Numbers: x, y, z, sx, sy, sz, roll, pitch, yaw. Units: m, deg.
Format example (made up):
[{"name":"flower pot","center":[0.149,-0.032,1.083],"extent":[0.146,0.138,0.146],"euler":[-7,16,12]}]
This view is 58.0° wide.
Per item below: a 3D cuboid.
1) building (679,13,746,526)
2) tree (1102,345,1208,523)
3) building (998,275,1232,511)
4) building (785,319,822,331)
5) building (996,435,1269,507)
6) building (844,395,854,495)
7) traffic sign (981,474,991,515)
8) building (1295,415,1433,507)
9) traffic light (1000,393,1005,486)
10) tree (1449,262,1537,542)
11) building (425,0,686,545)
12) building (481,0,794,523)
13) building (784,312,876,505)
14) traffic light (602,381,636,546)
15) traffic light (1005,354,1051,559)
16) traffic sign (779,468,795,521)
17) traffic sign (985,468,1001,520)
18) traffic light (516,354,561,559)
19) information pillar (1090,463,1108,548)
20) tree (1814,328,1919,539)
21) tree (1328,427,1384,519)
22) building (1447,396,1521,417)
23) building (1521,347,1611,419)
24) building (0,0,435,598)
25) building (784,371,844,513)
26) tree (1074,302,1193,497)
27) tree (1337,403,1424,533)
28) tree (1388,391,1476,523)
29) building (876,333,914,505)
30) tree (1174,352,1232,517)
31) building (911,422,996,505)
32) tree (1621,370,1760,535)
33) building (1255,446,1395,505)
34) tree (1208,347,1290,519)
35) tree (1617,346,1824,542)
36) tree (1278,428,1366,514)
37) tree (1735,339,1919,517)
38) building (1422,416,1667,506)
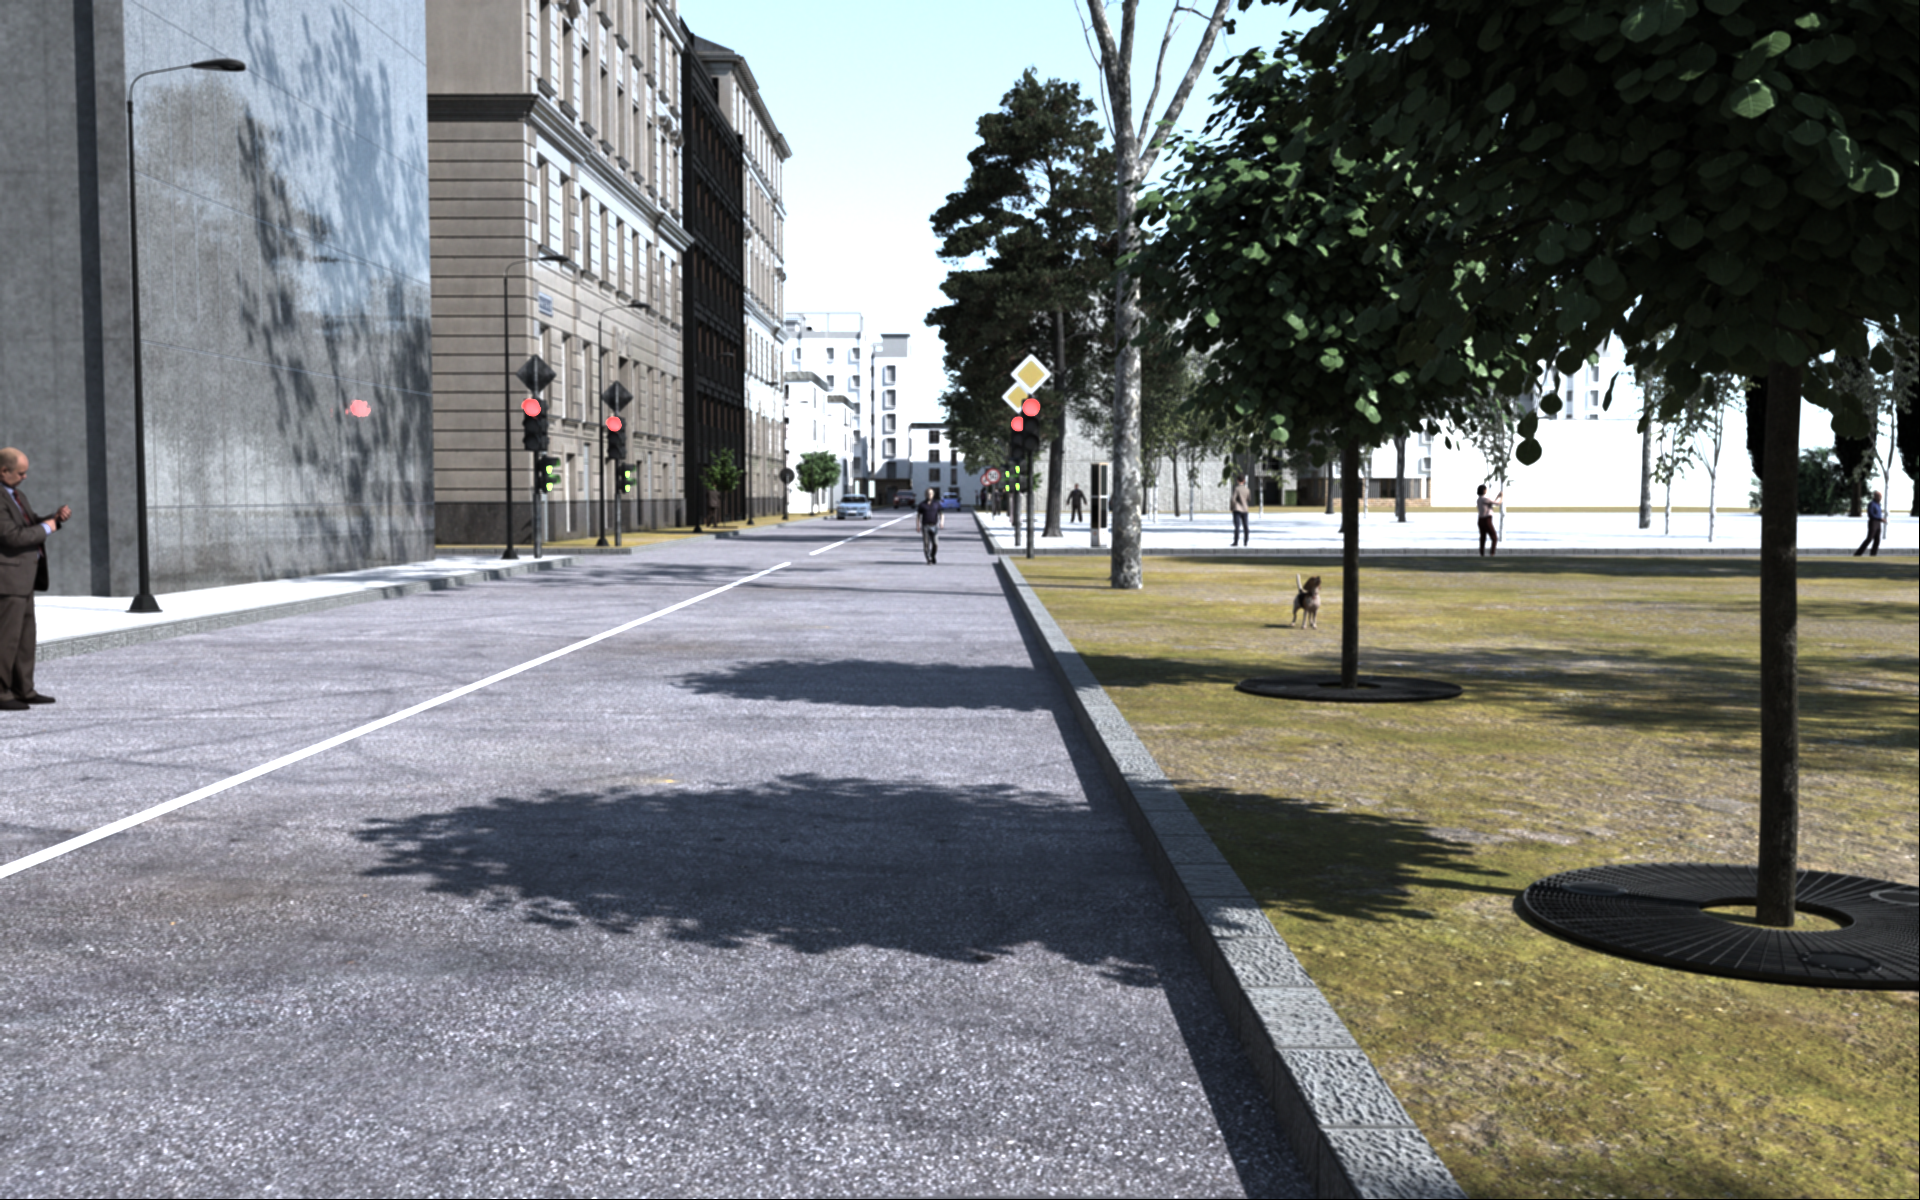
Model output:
[{"name":"building","center":[-16.641,-15.070,76.078],"extent":[12.332,23.373,15.834],"euler":[0,4,0]},{"name":"tree","center":[9.448,-8.409,87.855],"extent":[4.737,8.622,4.395],"euler":[0,3,0]},{"name":"building","center":[11.872,-16.980,144.086],"extent":[16.747,18.905,31.486],"euler":[0,4,0]},{"name":"building","center":[-33.507,-22.755,216.026],"extent":[32.646,21.610,27.936],"euler":[0,4,0]},{"name":"building","center":[17.546,-20.336,176.467],"extent":[27.936,21.610,32.646],"euler":[0,4,0]},{"name":"building","center":[-14.318,-13.347,160.363],"extent":[9.099,9.664,28.070],"euler":[0,4,0]},{"name":"traffic sign","center":[1.681,-6.602,108.053],"extent":[0.768,2.556,0.104],"euler":[0,4,7]},{"name":"building","center":[42.914,-20.070,184.569],"extent":[11.380,20.091,16.016],"euler":[0,4,0]},{"name":"traffic light","center":[1.398,-3.247,42.328],"extent":[0.839,4.213,0.868],"euler":[0,4,0]},{"name":"tree","center":[14.234,-5.850,46.002],"extent":[4.360,8.622,3.978],"euler":[0,3,0]},{"name":"building","center":[-16.386,-15.756,54.873],"extent":[12.463,27.353,25.104],"euler":[0,4,0]},{"name":"building","center":[-16.636,-18.295,96.389],"extent":[12.463,27.353,25.104],"euler":[0,4,0]},{"name":"building","center":[-15.460,-20.145,185.783],"extent":[11.380,20.091,16.016],"euler":[0,4,0]},{"name":"traffic light","center":[-8.363,-3.247,42.335],"extent":[0.839,4.213,0.868],"euler":[0,4,0]},{"name":"traffic light","center":[1.380,-2.758,34.343],"extent":[0.839,4.213,0.868],"euler":[0,4,0]},{"name":"traffic sign","center":[-8.383,-5.130,83.986],"extent":[0.768,2.556,0.104],"euler":[0,4,6]},{"name":"traffic sign","center":[1.622,-5.171,84.653],"extent":[0.768,2.556,0.104],"euler":[0,4,5]},{"name":"traffic light","center":[-8.381,-2.759,34.350],"extent":[0.839,4.213,0.868],"euler":[0,4,0]},{"name":"information pillar","center":[3.344,-2.269,41.594],"extent":[0.304,2.012,0.304],"euler":[-3,5,-42]},{"name":"tree","center":[26.081,-6.035,49.037],"extent":[4.360,8.622,3.978],"euler":[0,3,0]},{"name":"tree","center":[20.777,-8.471,88.855],"extent":[4.737,8.622,4.395],"euler":[0,3,0]},{"name":"building","center":[59.480,-21.660,210.560],"extent":[11.380,20.091,16.016],"euler":[0,4,0]},{"name":"building","center":[70.860,-21.662,210.589],"extent":[11.380,20.091,16.016],"euler":[0,4,0]},{"name":"building","center":[-20.082,-12.765,26.725],"extent":[19.932,24.808,12.078],"euler":[0,4,0]},{"name":"building","center":[-14.570,-11.615,132.049],"extent":[9.099,9.664,28.070],"euler":[0,4,0]},{"name":"tree","center":[5.939,-6.706,60.011],"extent":[4.360,8.622,3.978],"euler":[0,3,0]},{"name":"tree","center":[12.601,-9.143,56.908],"extent":[7.806,13.903,7.818],"euler":[0,3,0]},{"name":"tree","center":[19.853,-10.241,77.803],"extent":[12.009,13.543,11.850],"euler":[0,3,0]},{"name":"building","center":[-11.458,-21.613,209.795],"extent":[11.380,20.091,16.016],"euler":[0,4,0]},{"name":"tree","center":[11.479,-10.569,107.221],"extent":[8.767,10.594,7.601],"euler":[0,4,-8]},{"name":"building","center":[8.261,-16.218,207.319],"extent":[28.070,9.664,9.099],"euler":[0,4,0]},{"name":"tree","center":[22.679,-6.384,54.739],"extent":[4.737,8.622,4.395],"euler":[0,3,0]},{"name":"building","center":[38.047,-21.049,210.612],"extent":[31.486,18.905,16.747],"euler":[0,4,0]},{"name":"tree","center":[15.361,-8.446,88.461],"extent":[4.737,8.622,4.395],"euler":[0,3,0]},{"name":"tree","center":[19.815,-5.842,45.882],"extent":[4.360,8.622,3.978],"euler":[0,3,0]},{"name":"tree","center":[23.458,-11.466,109.520],"extent":[6.751,12.117,7.091],"euler":[0,3,0]},{"name":"tree","center":[51.992,-12.195,101.212],"extent":[13.155,14.587,18.604],"euler":[-2,4,-26]},{"name":"building","center":[62.825,-15.087,188.818],"extent":[28.070,9.664,9.099],"euler":[0,4,0]}]
